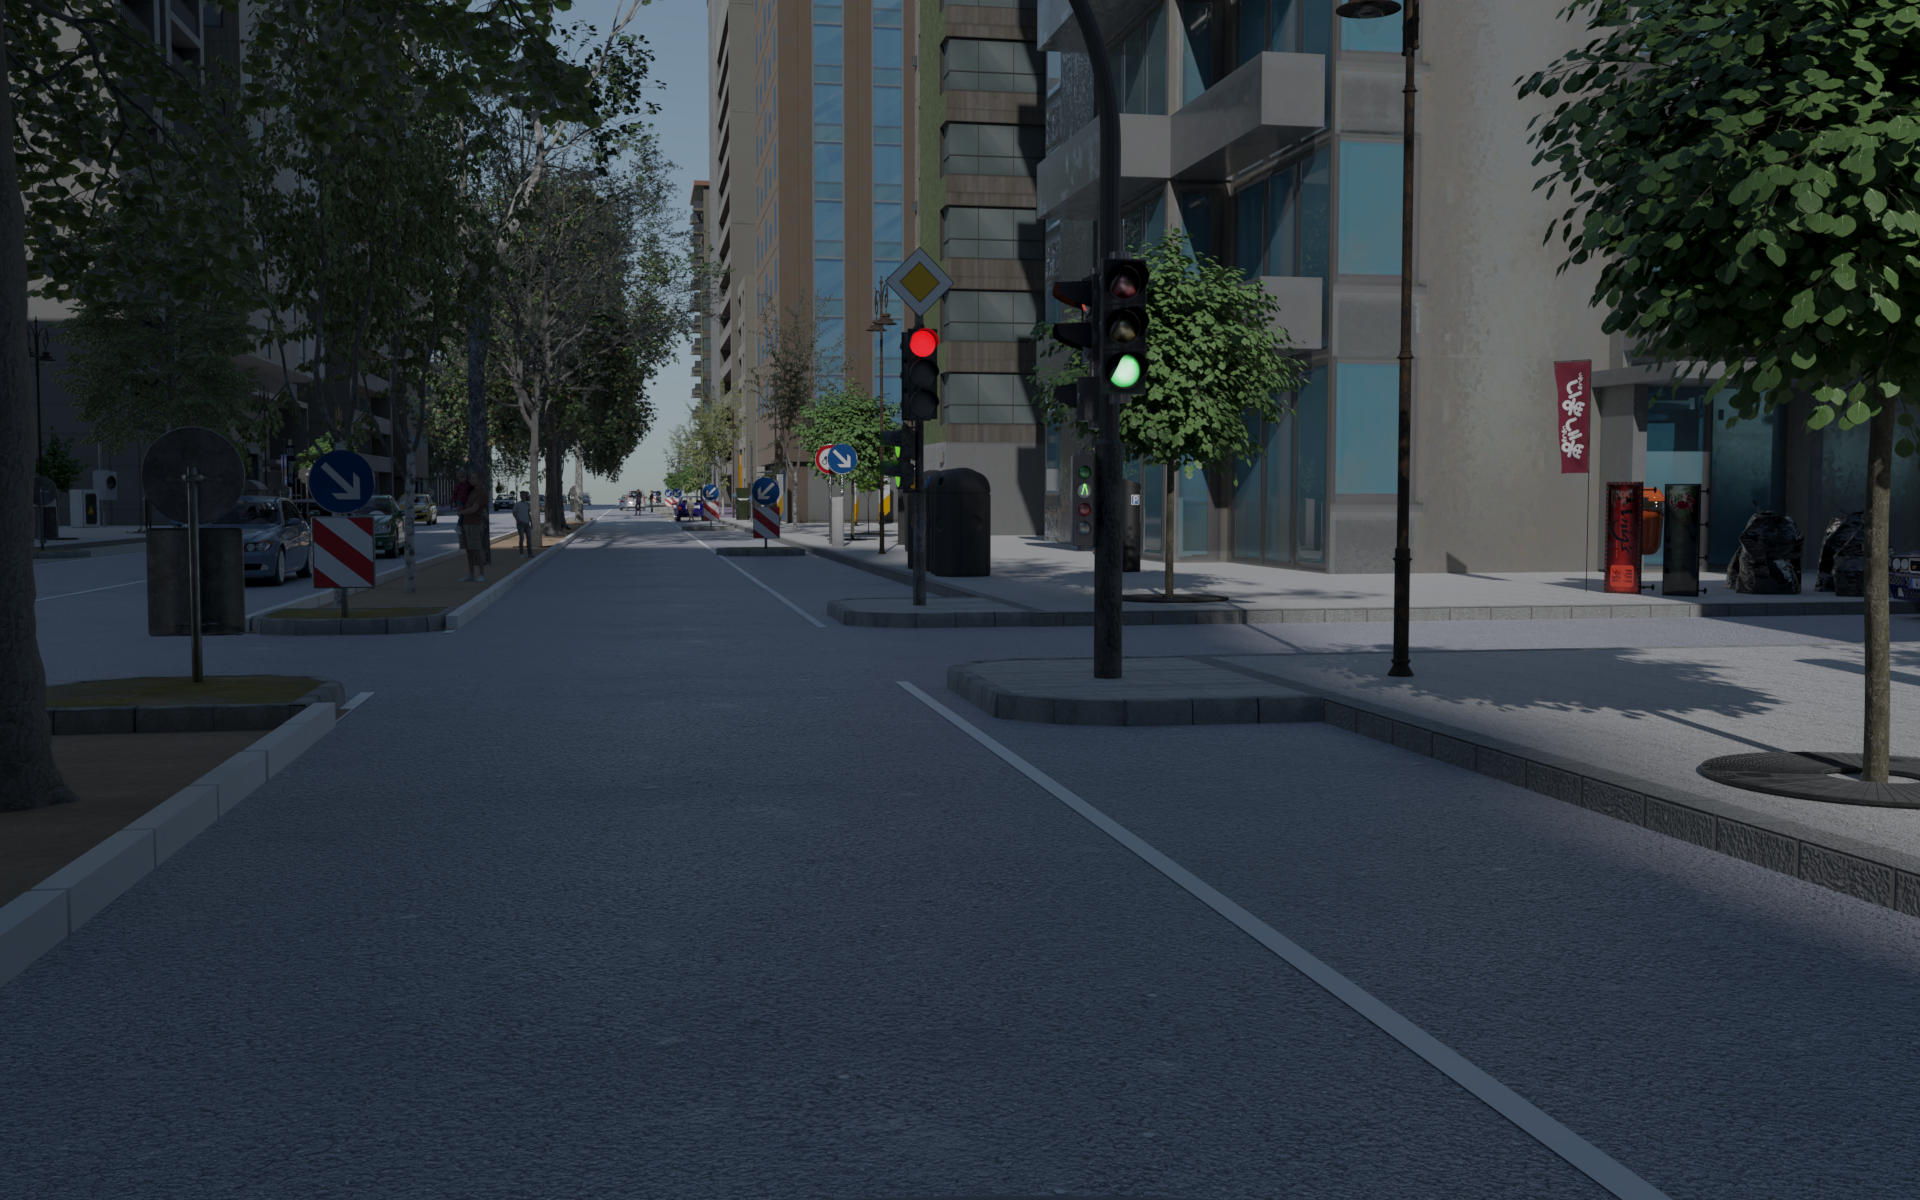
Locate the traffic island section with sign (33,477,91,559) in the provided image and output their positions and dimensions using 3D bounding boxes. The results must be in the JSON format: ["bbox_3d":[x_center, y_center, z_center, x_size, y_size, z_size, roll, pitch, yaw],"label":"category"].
[{"bbox_3d":[-20.720,-1.847,38.832,1.989,1.847,2.006,-1,4,-11],"label":"traffic island section with sign"}]

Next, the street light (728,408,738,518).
[{"bbox_3d":[-12.183,-7.354,93.019,0.468,5.910,1.993,-1,4,-11],"label":"street light"}]

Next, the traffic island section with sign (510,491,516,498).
[{"bbox_3d":[-50.535,-11.451,195.856,1.989,1.847,2.006,-1,4,-11],"label":"traffic island section with sign"}]

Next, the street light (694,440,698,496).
[{"bbox_3d":[-21.340,-10.267,140.645,0.468,5.910,1.993,-1,4,-11],"label":"street light"}]

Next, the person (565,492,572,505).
[{"bbox_3d":[-50.728,-13.160,224.495,0.721,1.723,1.217,2,4,31],"label":"person"}]

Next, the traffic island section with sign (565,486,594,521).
[{"bbox_3d":[-20.509,-5.149,92.323,2.006,1.907,1.989,-1,4,-11],"label":"traffic island section with sign"}]

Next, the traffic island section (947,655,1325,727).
[{"bbox_3d":[1.045,0.620,12.141,2.009,0.180,2.903,-1,4,-11],"label":"traffic island section"}]

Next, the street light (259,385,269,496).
[{"bbox_3d":[-29.364,-6.143,73.228,0.468,5.910,1.993,-1,4,-11],"label":"street light"}]

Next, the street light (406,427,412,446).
[{"bbox_3d":[-38.230,-9.008,120.071,0.468,5.910,1.993,-1,4,-11],"label":"street light"}]

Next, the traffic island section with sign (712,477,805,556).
[{"bbox_3d":[-4.736,-1.970,40.830,1.989,1.847,2.006,-1,4,-11],"label":"traffic island section with sign"}]

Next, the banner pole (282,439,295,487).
[{"bbox_3d":[-30.299,-5.387,78.099,0.863,3.779,0.401,1,4,20],"label":"banner pole"}]

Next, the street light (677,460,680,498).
[{"bbox_3d":[-31.449,-13.518,193.799,0.468,5.910,1.993,-1,4,-11],"label":"street light"}]

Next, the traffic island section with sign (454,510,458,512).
[{"bbox_3d":[-40.203,-8.122,141.429,1.989,1.847,2.006,-1,4,-11],"label":"traffic island section with sign"}]

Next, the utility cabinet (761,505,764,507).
[{"bbox_3d":[-10.420,-5.081,94.242,0.306,1.237,1.020,3,5,44],"label":"utility cabinet"}]

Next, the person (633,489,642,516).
[{"bbox_3d":[-21.461,-6.485,114.974,0.568,1.767,0.683,1,4,22],"label":"person"}]

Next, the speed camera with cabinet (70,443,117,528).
[{"bbox_3d":[-33.144,-4.399,66.253,0.660,3.252,2.038,1,4,10],"label":"speed camera with cabinet"}]

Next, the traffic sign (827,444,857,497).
[{"bbox_3d":[-2.982,-2.678,43.883,0.768,2.556,0.104,0,4,-2],"label":"traffic sign"}]

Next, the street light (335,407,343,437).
[{"bbox_3d":[-32.897,-7.284,91.887,0.468,5.910,1.993,-1,4,-11],"label":"street light"}]

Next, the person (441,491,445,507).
[{"bbox_3d":[-50.947,-9.869,170.781,0.530,1.710,0.541,-1,4,-11],"label":"person"}]

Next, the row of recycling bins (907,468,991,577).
[{"bbox_3d":[-0.170,-1.302,28.406,1.069,1.692,3.534,-1,4,-10],"label":"row of recycling bins"}]

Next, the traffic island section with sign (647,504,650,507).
[{"bbox_3d":[-34.675,-11.613,198.507,1.989,1.847,2.006,-1,4,-11],"label":"traffic island section with sign"}]

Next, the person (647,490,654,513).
[{"bbox_3d":[-23.953,-7.628,134.046,0.721,1.723,1.217,-2,4,-27],"label":"person"}]

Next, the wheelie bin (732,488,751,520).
[{"bbox_3d":[-10.773,-4.740,85.402,0.980,1.594,0.693,-1,4,-17],"label":"wheelie bin"}]

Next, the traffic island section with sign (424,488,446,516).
[{"bbox_3d":[-35.120,-6.483,114.620,1.989,1.847,2.006,-1,4,-11],"label":"traffic island section with sign"}]

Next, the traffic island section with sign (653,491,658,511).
[{"bbox_3d":[-24.446,-8.316,144.586,1.989,1.847,2.006,-1,4,-11],"label":"traffic island section with sign"}]

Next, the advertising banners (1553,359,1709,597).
[{"bbox_3d":[8.542,-1.589,22.172,0.090,3.025,2.074,-3,5,-43],"label":"advertising banners"}]

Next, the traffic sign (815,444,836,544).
[{"bbox_3d":[-3.318,-2.705,44.331,0.768,2.556,0.104,0,4,-2],"label":"traffic sign"}]

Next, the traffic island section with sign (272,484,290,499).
[{"bbox_3d":[-25.865,-3.505,65.931,1.989,1.847,2.006,-1,4,-11],"label":"traffic island section with sign"}]

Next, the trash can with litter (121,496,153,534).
[{"bbox_3d":[-26.771,-2.789,56.657,1.678,1.210,2.233,-1,4,-12],"label":"trash can with litter"}]

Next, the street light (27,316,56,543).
[{"bbox_3d":[-23.998,-4.426,45.152,0.468,5.910,1.993,-1,4,-11],"label":"street light"}]

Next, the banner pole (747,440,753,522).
[{"bbox_3d":[-9.675,-5.536,80.528,0.401,3.779,0.863,0,4,-1],"label":"banner pole"}]

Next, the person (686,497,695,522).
[{"bbox_3d":[-13.763,-4.623,88.366,0.640,1.303,0.475,2,4,35],"label":"person"}]

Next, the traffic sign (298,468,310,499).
[{"bbox_3d":[-31.492,-5.102,83.521,0.768,2.556,0.104,-1,4,-10],"label":"traffic sign"}]

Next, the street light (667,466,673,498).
[{"bbox_3d":[-42.112,-16.953,249.966,0.468,5.910,1.993,-1,4,-11],"label":"street light"}]

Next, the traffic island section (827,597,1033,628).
[{"bbox_3d":[-0.445,0.140,19.986,2.009,0.180,2.903,-1,4,-11],"label":"traffic island section"}]

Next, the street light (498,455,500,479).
[{"bbox_3d":[-53.910,-14.047,202.455,0.468,5.910,1.993,-1,4,-11],"label":"street light"}]

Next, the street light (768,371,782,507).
[{"bbox_3d":[-6.909,-5.635,64.925,0.468,5.910,1.993,-1,4,-11],"label":"street light"}]

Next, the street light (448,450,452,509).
[{"bbox_3d":[-43.609,-10.739,148.370,0.468,5.910,1.993,-1,4,-11],"label":"street light"}]

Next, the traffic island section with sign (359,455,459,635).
[{"bbox_3d":[-6.482,-0.634,18.500,2.006,1.907,1.989,-1,4,-11],"label":"traffic island section with sign"}]

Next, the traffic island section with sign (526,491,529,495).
[{"bbox_3d":[-55.662,-13.101,222.833,1.989,1.847,2.006,-1,4,-11],"label":"traffic island section with sign"}]

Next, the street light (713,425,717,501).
[{"bbox_3d":[-15.889,-8.527,112.208,0.468,5.910,1.993,-1,4,-11],"label":"street light"}]

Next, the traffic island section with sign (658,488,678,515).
[{"bbox_3d":[-19.372,-6.684,117.908,1.989,1.847,2.006,-1,4,-11],"label":"traffic island section with sign"}]

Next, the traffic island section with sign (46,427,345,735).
[{"bbox_3d":[-5.110,-0.189,11.221,2.006,1.907,1.989,-1,4,-11],"label":"traffic island section with sign"}]

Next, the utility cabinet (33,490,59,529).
[{"bbox_3d":[-33.566,-3.334,63.194,1.173,1.500,0.318,0,4,2],"label":"utility cabinet"}]

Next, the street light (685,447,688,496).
[{"bbox_3d":[-26.662,-11.997,168.945,0.468,5.910,1.993,-1,4,-11],"label":"street light"}]

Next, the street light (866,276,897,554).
[{"bbox_3d":[-1.667,-3.917,36.825,0.468,5.910,1.993,-1,4,-11],"label":"street light"}]

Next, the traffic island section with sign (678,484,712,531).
[{"bbox_3d":[-9.945,-3.644,68.207,1.989,1.847,2.006,-1,4,-11],"label":"traffic island section with sign"}]

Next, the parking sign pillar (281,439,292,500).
[{"bbox_3d":[-32.957,-5.896,84.875,1.447,3.967,1.447,-1,4,-18],"label":"parking sign pillar"}]

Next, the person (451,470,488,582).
[{"bbox_3d":[-7.974,-1.206,28.200,0.580,1.828,0.573,-1,4,-10],"label":"person"}]

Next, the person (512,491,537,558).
[{"bbox_3d":[-9.741,-1.693,38.773,0.523,1.515,0.503,1,4,12],"label":"person"}]

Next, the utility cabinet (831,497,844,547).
[{"bbox_3d":[-3.010,-1.925,42.636,0.306,1.237,1.020,0,4,-3],"label":"utility cabinet"}]
